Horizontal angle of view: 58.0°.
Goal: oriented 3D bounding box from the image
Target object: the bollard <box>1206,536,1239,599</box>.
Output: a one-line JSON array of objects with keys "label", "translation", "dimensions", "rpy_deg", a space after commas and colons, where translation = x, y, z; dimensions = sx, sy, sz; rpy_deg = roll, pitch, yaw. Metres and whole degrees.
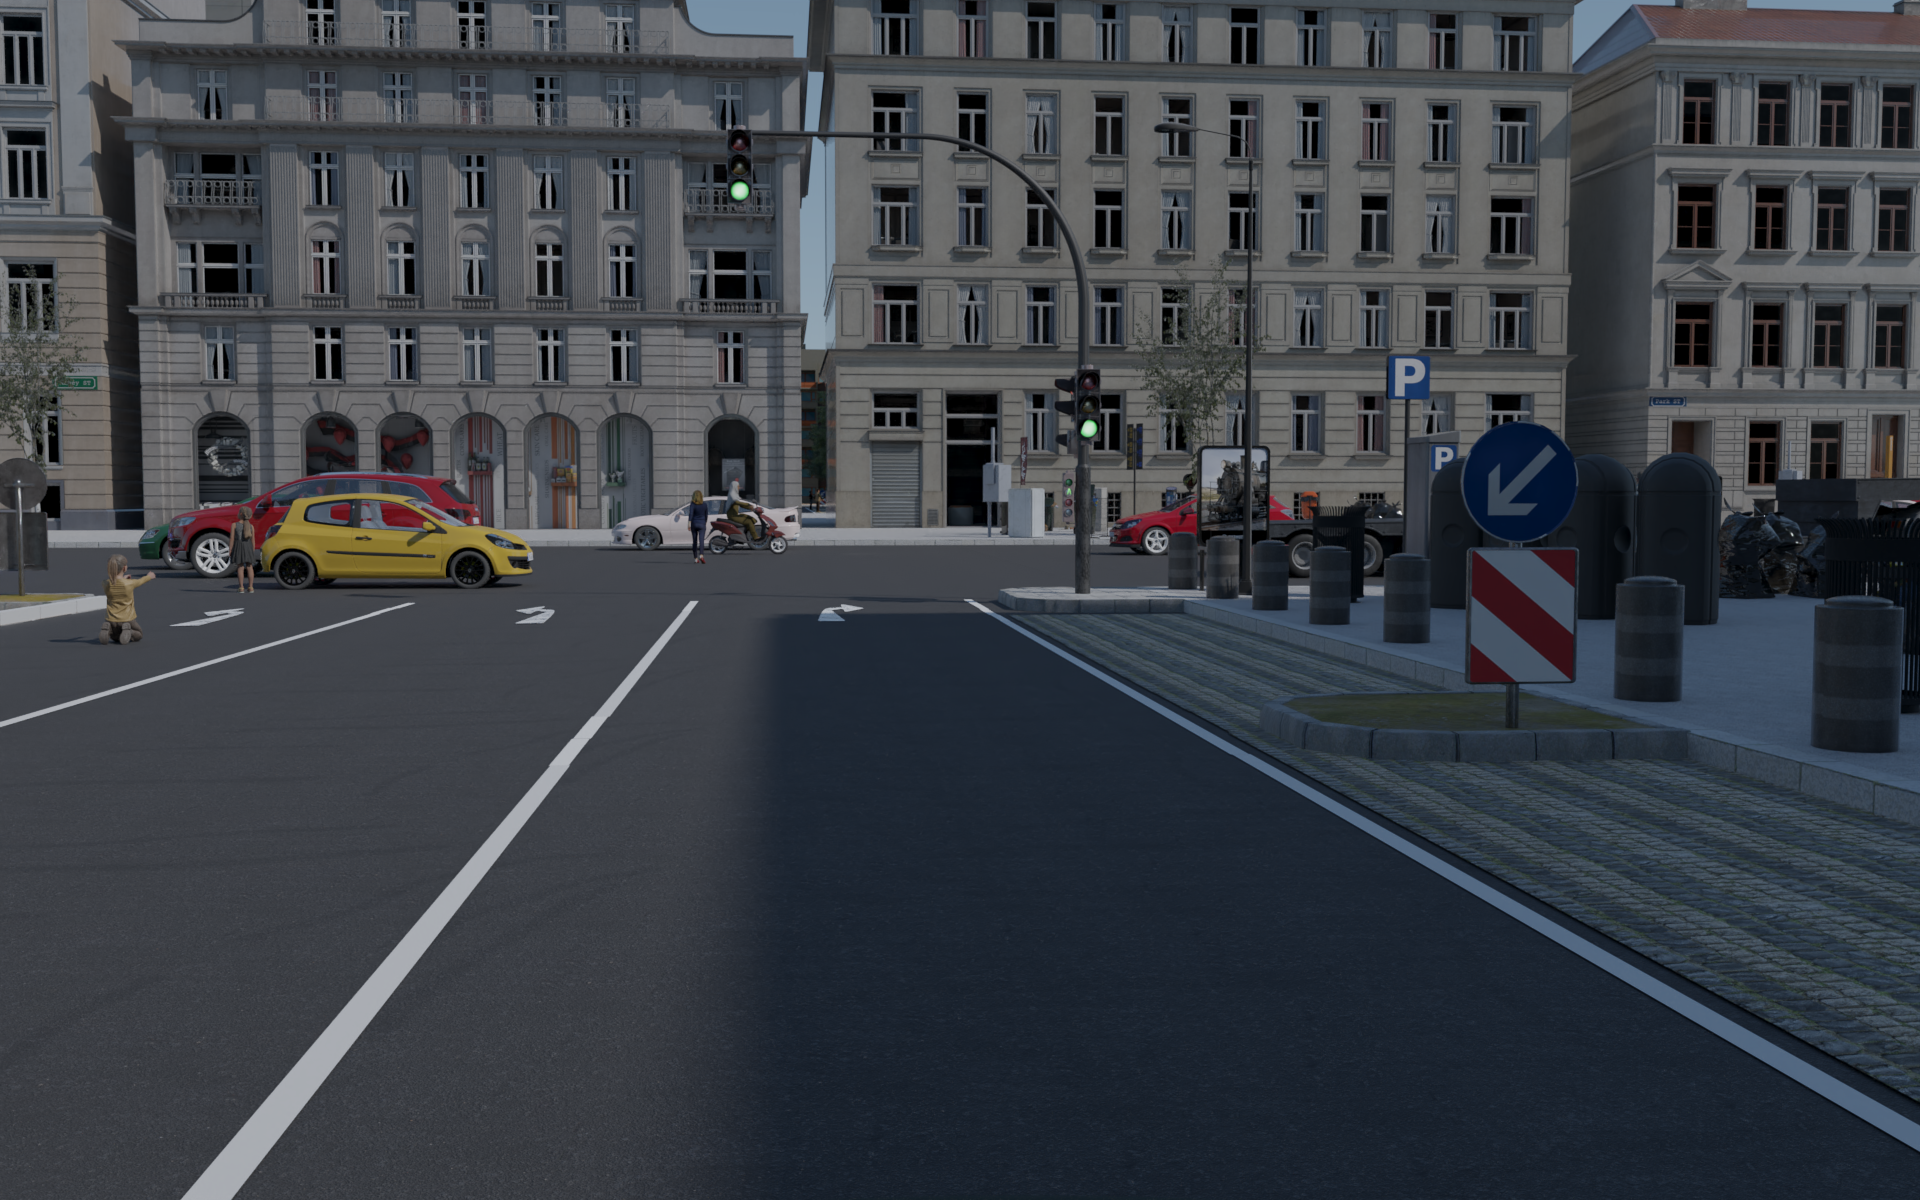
[{"label": "bollard", "translation": [3.232, -0.403, 21.312], "dimensions": [0.404, 0.777, 0.398], "rpy_deg": [0, 3, 0]}]

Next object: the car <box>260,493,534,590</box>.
[{"label": "car", "translation": [-8.661, -1.014, 26.800], "dimensions": [3.980, 1.641, 2.015], "rpy_deg": [0, 4, -6]}]

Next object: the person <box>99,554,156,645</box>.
[{"label": "person", "translation": [-8.063, -0.019, 16.730], "dimensions": [0.347, 0.859, 0.695], "rpy_deg": [0, 4, -5]}]

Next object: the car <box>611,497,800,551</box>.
[{"label": "car", "translation": [-6.557, -1.981, 44.744], "dimensions": [4.827, 1.381, 2.083], "rpy_deg": [0, 4, -7]}]

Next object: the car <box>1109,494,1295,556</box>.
[{"label": "car", "translation": [5.774, -1.971, 41.266], "dimensions": [4.494, 1.783, 2.155], "rpy_deg": [0, 4, -6]}]

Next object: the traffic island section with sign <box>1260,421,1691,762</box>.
[{"label": "traffic island section with sign", "translation": [2.856, -0.094, 10.165], "dimensions": [1.989, 1.847, 2.006], "rpy_deg": [0, 4, -6]}]

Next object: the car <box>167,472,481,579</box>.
[{"label": "car", "translation": [-11.087, -1.330, 30.413], "dimensions": [5.304, 1.827, 2.281], "rpy_deg": [0, 4, -5]}]

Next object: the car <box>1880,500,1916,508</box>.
[{"label": "car", "translation": [18.564, -1.446, 36.008], "dimensions": [4.827, 1.381, 2.083], "rpy_deg": [0, 4, -7]}]

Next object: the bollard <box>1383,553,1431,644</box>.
[{"label": "bollard", "translation": [3.878, -0.019, 15.023], "dimensions": [0.404, 0.777, 0.398], "rpy_deg": [0, 3, 0]}]

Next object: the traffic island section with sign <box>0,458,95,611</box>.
[{"label": "traffic island section with sign", "translation": [-11.772, -0.800, 21.214], "dimensions": [2.006, 1.907, 1.989], "rpy_deg": [0, 4, -6]}]

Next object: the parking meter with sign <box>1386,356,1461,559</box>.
[{"label": "parking meter with sign", "translation": [5.748, -1.520, 21.120], "dimensions": [0.543, 3.016, 1.738], "rpy_deg": [0, 4, -6]}]

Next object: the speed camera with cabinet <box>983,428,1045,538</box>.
[{"label": "speed camera with cabinet", "translation": [1.589, -3.479, 51.209], "dimensions": [0.660, 3.252, 2.038], "rpy_deg": [-3, 5, -44]}]

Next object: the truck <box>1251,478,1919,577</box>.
[{"label": "truck", "translation": [14.200, -2.551, 31.465], "dimensions": [18.799, 4.110, 2.967], "rpy_deg": [0, 4, -7]}]

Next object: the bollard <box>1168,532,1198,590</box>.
[{"label": "bollard", "translation": [3.014, -0.532, 23.419], "dimensions": [0.404, 0.777, 0.398], "rpy_deg": [0, 3, 0]}]

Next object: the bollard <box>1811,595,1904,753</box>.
[{"label": "bollard", "translation": [4.528, 0.365, 8.745], "dimensions": [0.404, 0.777, 0.398], "rpy_deg": [0, 3, 0]}]

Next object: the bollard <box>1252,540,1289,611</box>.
[{"label": "bollard", "translation": [3.445, -0.275, 19.219], "dimensions": [0.404, 0.777, 0.398], "rpy_deg": [0, 3, 0]}]

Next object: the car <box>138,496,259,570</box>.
[{"label": "car", "translation": [-13.339, -1.334, 33.612], "dimensions": [4.920, 1.459, 2.131], "rpy_deg": [0, 4, -5]}]

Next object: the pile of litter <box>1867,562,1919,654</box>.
[{"label": "pile of litter", "translation": [7.964, -0.023, 14.334], "dimensions": [1.176, 0.858, 1.719], "rpy_deg": [0, 4, 8]}]

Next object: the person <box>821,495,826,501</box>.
[{"label": "person", "translation": [-9.552, -7.231, 126.827], "dimensions": [1.348, 1.812, 0.705], "rpy_deg": [1, 4, 22]}]

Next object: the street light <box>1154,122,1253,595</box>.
[{"label": "street light", "translation": [3.117, -3.017, 21.863], "dimensions": [1.470, 5.913, 1.316], "rpy_deg": [0, 4, -6]}]

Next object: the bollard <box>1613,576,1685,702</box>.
[{"label": "bollard", "translation": [4.311, 0.237, 10.841], "dimensions": [0.404, 0.777, 0.398], "rpy_deg": [0, 3, 0]}]

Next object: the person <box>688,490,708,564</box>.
[{"label": "person", "translation": [-5.377, -1.511, 35.744], "dimensions": [0.480, 1.512, 0.613], "rpy_deg": [-2, 4, -35]}]

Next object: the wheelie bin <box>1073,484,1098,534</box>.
[{"label": "wheelie bin", "translation": [3.983, -2.911, 55.499], "dimensions": [0.980, 1.594, 0.693], "rpy_deg": [1, 4, 19]}]

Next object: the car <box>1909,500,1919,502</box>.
[{"label": "car", "translation": [27.913, -2.516, 49.817], "dimensions": [5.304, 1.827, 2.281], "rpy_deg": [0, 4, -7]}]

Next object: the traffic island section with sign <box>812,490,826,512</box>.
[{"label": "traffic island section with sign", "translation": [-13.440, -9.763, 168.252], "dimensions": [1.989, 1.847, 2.006], "rpy_deg": [0, 4, -6]}]

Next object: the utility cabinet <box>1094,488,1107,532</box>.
[{"label": "utility cabinet", "translation": [4.443, -3.069, 58.853], "dimensions": [1.173, 1.500, 0.318], "rpy_deg": [3, 5, 45]}]

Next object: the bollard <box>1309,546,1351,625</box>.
[{"label": "bollard", "translation": [3.657, -0.147, 17.118], "dimensions": [0.404, 0.777, 0.398], "rpy_deg": [0, 3, 0]}]

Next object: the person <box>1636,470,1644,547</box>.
[{"label": "person", "translation": [10.993, -1.179, 27.873], "dimensions": [0.635, 1.810, 0.391], "rpy_deg": [2, 4, 30]}]

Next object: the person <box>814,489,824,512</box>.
[{"label": "person", "translation": [-11.186, -7.838, 136.740], "dimensions": [0.705, 1.812, 1.348], "rpy_deg": [-3, 4, -37]}]

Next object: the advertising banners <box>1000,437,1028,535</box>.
[{"label": "advertising banners", "translation": [1.674, -3.523, 53.792], "dimensions": [0.090, 3.025, 2.074], "rpy_deg": [-1, 4, -21]}]

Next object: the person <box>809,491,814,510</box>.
[{"label": "person", "translation": [-13.346, -8.970, 155.976], "dimensions": [0.721, 1.723, 1.217], "rpy_deg": [-2, 4, -28]}]

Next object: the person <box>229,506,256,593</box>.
[{"label": "person", "translation": [-10.458, -0.737, 25.227], "dimensions": [0.362, 1.253, 0.373], "rpy_deg": [-2, 4, -35]}]
